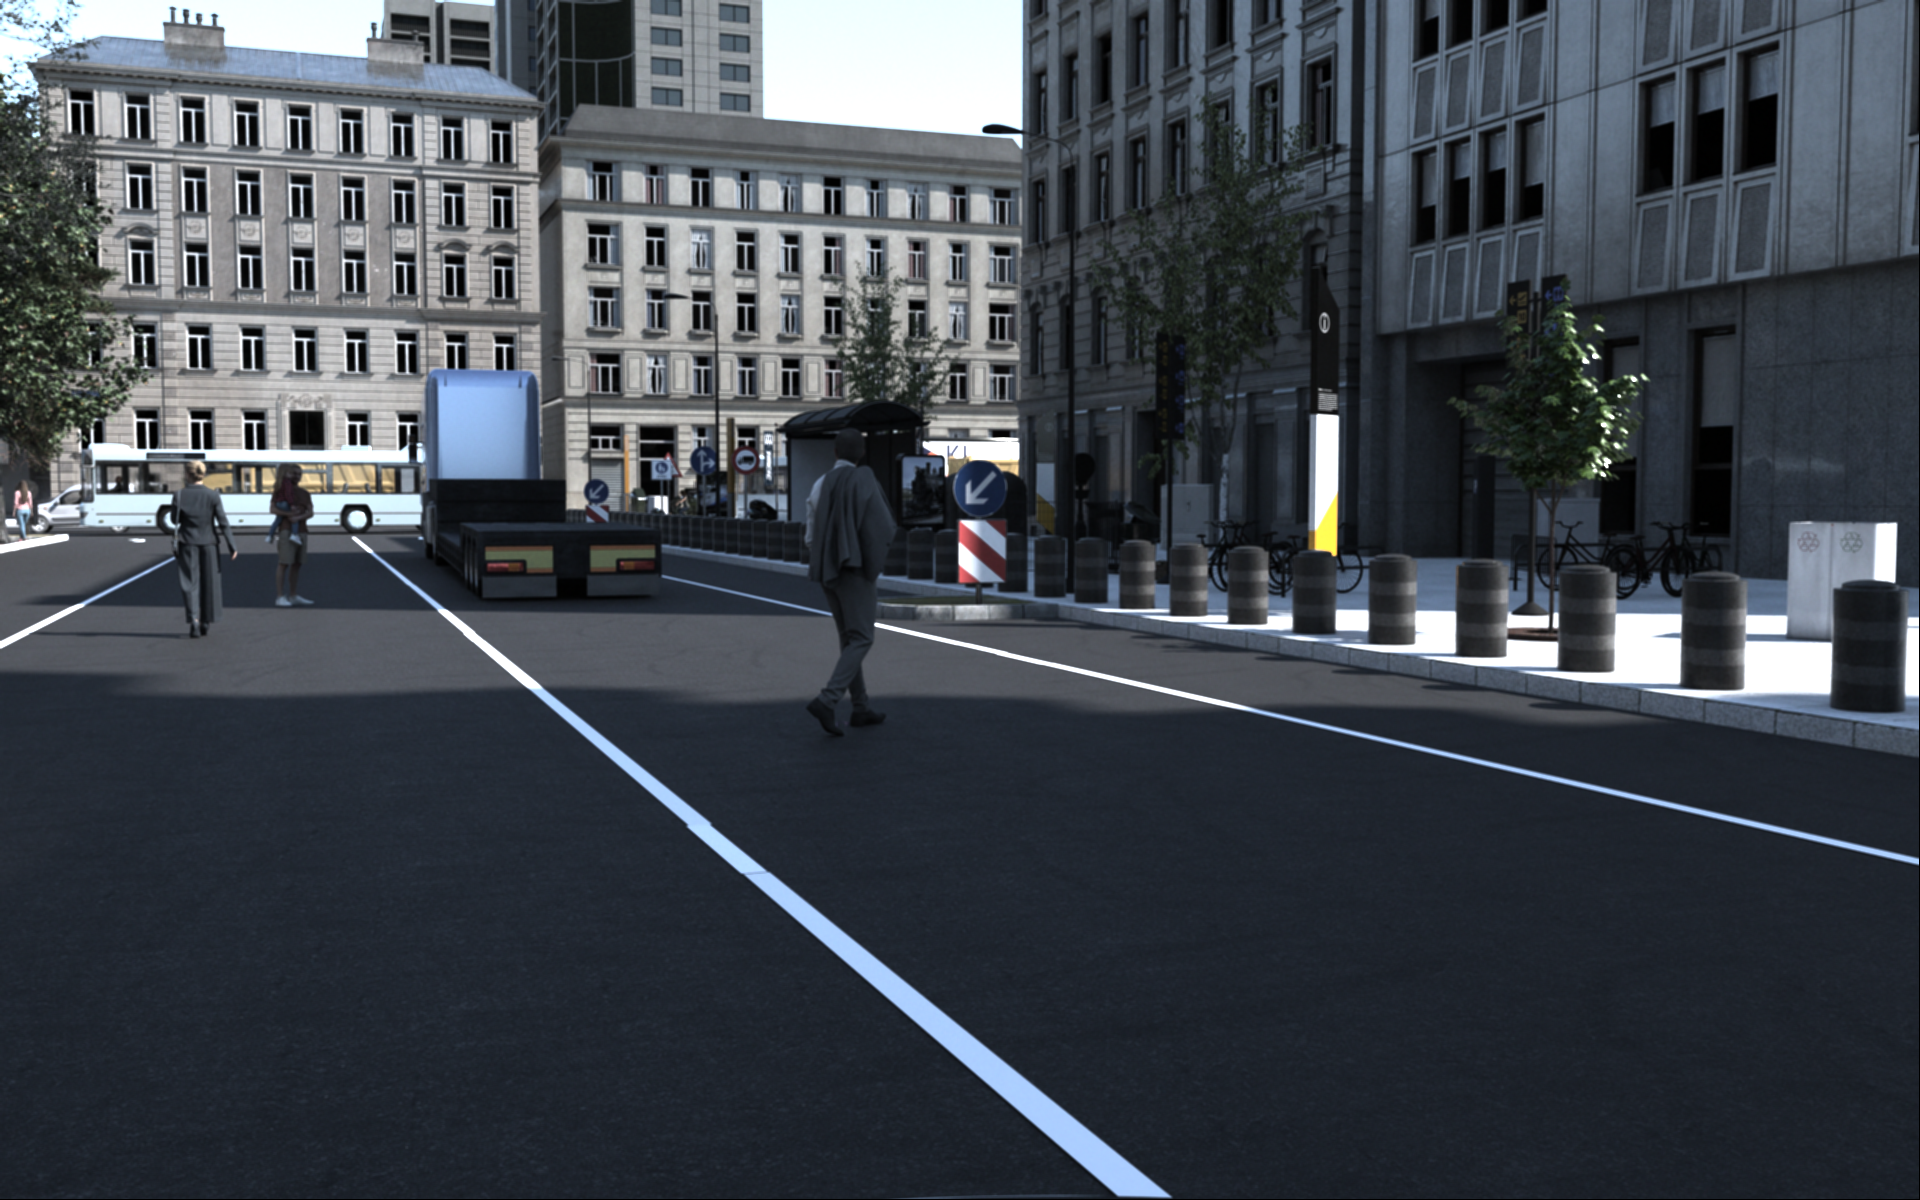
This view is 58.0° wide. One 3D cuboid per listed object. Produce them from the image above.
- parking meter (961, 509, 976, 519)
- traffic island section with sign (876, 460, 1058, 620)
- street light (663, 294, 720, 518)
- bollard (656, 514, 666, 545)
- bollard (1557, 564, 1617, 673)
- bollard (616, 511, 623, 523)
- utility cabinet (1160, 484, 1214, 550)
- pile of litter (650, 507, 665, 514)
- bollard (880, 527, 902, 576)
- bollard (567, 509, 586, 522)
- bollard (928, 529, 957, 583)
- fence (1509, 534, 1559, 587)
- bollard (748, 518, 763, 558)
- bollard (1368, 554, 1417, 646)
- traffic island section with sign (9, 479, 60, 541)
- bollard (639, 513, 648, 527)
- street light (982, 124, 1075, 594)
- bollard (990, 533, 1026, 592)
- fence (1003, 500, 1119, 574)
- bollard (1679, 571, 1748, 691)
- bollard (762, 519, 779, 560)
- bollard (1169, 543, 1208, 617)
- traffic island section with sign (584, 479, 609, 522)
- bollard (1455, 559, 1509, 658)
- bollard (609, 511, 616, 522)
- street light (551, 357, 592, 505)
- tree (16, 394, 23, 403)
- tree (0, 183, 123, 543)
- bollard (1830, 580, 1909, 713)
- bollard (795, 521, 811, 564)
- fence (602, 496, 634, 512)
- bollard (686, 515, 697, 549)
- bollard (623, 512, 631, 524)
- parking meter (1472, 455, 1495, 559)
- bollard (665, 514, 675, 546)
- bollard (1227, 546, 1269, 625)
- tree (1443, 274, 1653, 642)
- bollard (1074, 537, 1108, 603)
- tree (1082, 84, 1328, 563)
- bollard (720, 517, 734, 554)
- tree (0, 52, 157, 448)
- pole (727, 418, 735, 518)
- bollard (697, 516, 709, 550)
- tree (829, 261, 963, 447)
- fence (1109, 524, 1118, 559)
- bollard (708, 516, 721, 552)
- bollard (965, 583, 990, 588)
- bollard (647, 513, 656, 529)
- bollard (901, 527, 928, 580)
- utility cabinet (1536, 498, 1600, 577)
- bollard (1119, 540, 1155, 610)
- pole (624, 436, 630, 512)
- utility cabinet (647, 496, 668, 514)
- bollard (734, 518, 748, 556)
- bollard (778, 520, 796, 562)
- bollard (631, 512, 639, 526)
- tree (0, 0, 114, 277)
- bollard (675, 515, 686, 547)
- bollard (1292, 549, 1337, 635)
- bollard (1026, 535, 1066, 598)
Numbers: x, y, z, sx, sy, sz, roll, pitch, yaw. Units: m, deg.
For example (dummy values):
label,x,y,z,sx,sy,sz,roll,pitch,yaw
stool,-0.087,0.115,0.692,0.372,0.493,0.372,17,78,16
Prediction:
label,x,y,z,sx,sy,sz,roll,pitch,yaw
parking meter,0.199,-1.343,30.371,0.372,1.533,0.369,0,3,0
traffic island section with sign,-0.131,-0.736,20.654,1.989,1.847,2.006,-1,4,-21
street light,-6.203,-4.154,40.452,1.470,5.913,1.316,-1,4,-21
bollard,-7.443,-1.801,44.156,0.404,0.777,0.398,0,3,0
bollard,4.559,0.130,12.594,0.404,0.777,0.398,0,3,0
bollard,-9.582,-2.145,49.788,0.404,0.777,0.398,0,3,0
utility cabinet,5.136,-1.867,39.212,1.173,1.500,0.318,2,4,31
pile of litter,-9.745,-2.638,57.089,1.176,0.858,1.719,-2,4,-29
bollard,-1.021,-0.767,27.262,0.404,0.777,0.398,0,3,0
bollard,-13.005,-2.695,58.785,0.404,0.777,0.398,0,3,0
bollard,-0.167,-0.630,25.015,0.404,0.777,0.398,0,3,0
fence,8.241,-0.583,24.907,0.278,0.683,2.069,0,4,1
bollard,-4.014,-1.249,35.142,0.404,0.777,0.398,0,3,0
bollard,3.707,-0.008,14.842,0.404,0.777,0.398,0,3,0
traffic island section with sign,-28.832,-2.765,53.338,2.006,1.907,1.989,-1,4,-21
bollard,-8.306,-1.939,46.414,0.404,0.777,0.398,0,3,0
street light,0.927,-3.030,22.077,1.470,5.913,1.316,-1,4,-21
bollard,0.693,-0.492,22.755,0.404,0.777,0.398,0,3,0
fence,1.596,-0.984,27.294,2.264,1.192,0.480,-2,4,-29
bollard,4.987,0.199,11.465,0.404,0.777,0.398,0,3,0
bollard,-3.590,-1.180,34.017,0.404,0.777,0.398,0,3,0
bollard,2.409,-0.216,18.242,0.404,0.777,0.398,0,3,0
traffic island section with sign,-10.005,-2.325,46.638,1.989,1.847,2.006,-1,4,-21
bollard,4.135,0.061,13.719,0.404,0.777,0.398,0,3,0
bollard,-10.012,-2.214,50.910,0.404,0.777,0.398,0,3,0
street light,-13.143,-5.282,58.900,1.470,5.913,1.316,-1,4,-21
tree,-25.132,-5.545,43.482,4.360,8.622,3.978,0,3,0
tree,-28.252,-7.699,50.396,6.751,12.117,7.091,0,3,0
bollard,5.420,0.269,10.327,0.404,0.777,0.398,0,3,0
bollard,-2.732,-1.043,31.772,0.404,0.777,0.398,0,3,0
fence,-17.882,-4.854,90.570,2.264,1.192,0.480,2,4,30
bollard,-6.160,-1.594,40.779,0.404,0.777,0.398,0,3,0
bollard,-9.157,-2.076,48.662,0.404,0.777,0.398,0,3,0
parking meter,7.959,-1.262,26.343,0.255,1.863,0.399,0,4,3
bollard,-7.020,-1.732,43.030,0.404,0.777,0.398,0,3,0
bollard,2.845,-0.146,17.106,0.404,0.777,0.398,0,3,0
tree,5.310,-1.266,15.293,1.663,3.219,1.824,0,3,0
bollard,1.553,-0.354,20.500,0.404,0.777,0.398,0,3,0
tree,4.654,-4.957,31.414,4.737,8.622,4.395,0,3,0
bollard,-4.875,-1.387,37.392,0.404,0.777,0.398,0,3,0
tree,-22.468,-7.162,36.561,9.611,12.733,9.660,0,3,0
pole,-6.132,-3.214,46.386,0.158,3.312,0.155,0,3,0
bollard,-5.724,-1.524,39.641,0.404,0.777,0.398,0,3,0
tree,-2.308,-6.369,54.503,4.737,8.622,4.395,0,3,0
fence,3.473,-1.220,35.319,0.278,0.683,2.069,2,4,26
bollard,-5.297,-1.456,38.518,0.404,0.777,0.398,0,3,0
bollard,0.265,-0.561,23.887,0.404,0.777,0.398,0,3,0
bollard,-7.873,-1.870,45.289,0.404,0.777,0.398,0,3,0
bollard,-0.594,-0.699,26.139,0.404,0.777,0.398,0,3,0
utility cabinet,9.477,-0.970,27.019,1.020,1.237,0.306,-2,4,-24
bollard,1.982,-0.285,19.377,0.404,0.777,0.398,0,3,0
pole,-11.618,-4.069,60.376,0.158,3.312,0.155,0,3,0
utility cabinet,-10.534,-3.020,60.547,0.306,1.237,1.020,1,4,19
bollard,-4.442,-1.318,36.265,0.404,0.777,0.398,0,3,0
bollard,-3.161,-1.112,32.894,0.404,0.777,0.398,0,3,0
bollard,-8.731,-2.007,47.538,0.404,0.777,0.398,0,3,0
tree,-15.697,-6.582,20.445,12.009,13.543,11.850,0,3,0
bollard,-6.591,-1.663,41.907,0.404,0.777,0.398,0,3,0
bollard,3.272,-0.077,15.983,0.404,0.777,0.398,0,3,0
bollard,1.124,-0.422,21.623,0.404,0.777,0.398,0,3,0
